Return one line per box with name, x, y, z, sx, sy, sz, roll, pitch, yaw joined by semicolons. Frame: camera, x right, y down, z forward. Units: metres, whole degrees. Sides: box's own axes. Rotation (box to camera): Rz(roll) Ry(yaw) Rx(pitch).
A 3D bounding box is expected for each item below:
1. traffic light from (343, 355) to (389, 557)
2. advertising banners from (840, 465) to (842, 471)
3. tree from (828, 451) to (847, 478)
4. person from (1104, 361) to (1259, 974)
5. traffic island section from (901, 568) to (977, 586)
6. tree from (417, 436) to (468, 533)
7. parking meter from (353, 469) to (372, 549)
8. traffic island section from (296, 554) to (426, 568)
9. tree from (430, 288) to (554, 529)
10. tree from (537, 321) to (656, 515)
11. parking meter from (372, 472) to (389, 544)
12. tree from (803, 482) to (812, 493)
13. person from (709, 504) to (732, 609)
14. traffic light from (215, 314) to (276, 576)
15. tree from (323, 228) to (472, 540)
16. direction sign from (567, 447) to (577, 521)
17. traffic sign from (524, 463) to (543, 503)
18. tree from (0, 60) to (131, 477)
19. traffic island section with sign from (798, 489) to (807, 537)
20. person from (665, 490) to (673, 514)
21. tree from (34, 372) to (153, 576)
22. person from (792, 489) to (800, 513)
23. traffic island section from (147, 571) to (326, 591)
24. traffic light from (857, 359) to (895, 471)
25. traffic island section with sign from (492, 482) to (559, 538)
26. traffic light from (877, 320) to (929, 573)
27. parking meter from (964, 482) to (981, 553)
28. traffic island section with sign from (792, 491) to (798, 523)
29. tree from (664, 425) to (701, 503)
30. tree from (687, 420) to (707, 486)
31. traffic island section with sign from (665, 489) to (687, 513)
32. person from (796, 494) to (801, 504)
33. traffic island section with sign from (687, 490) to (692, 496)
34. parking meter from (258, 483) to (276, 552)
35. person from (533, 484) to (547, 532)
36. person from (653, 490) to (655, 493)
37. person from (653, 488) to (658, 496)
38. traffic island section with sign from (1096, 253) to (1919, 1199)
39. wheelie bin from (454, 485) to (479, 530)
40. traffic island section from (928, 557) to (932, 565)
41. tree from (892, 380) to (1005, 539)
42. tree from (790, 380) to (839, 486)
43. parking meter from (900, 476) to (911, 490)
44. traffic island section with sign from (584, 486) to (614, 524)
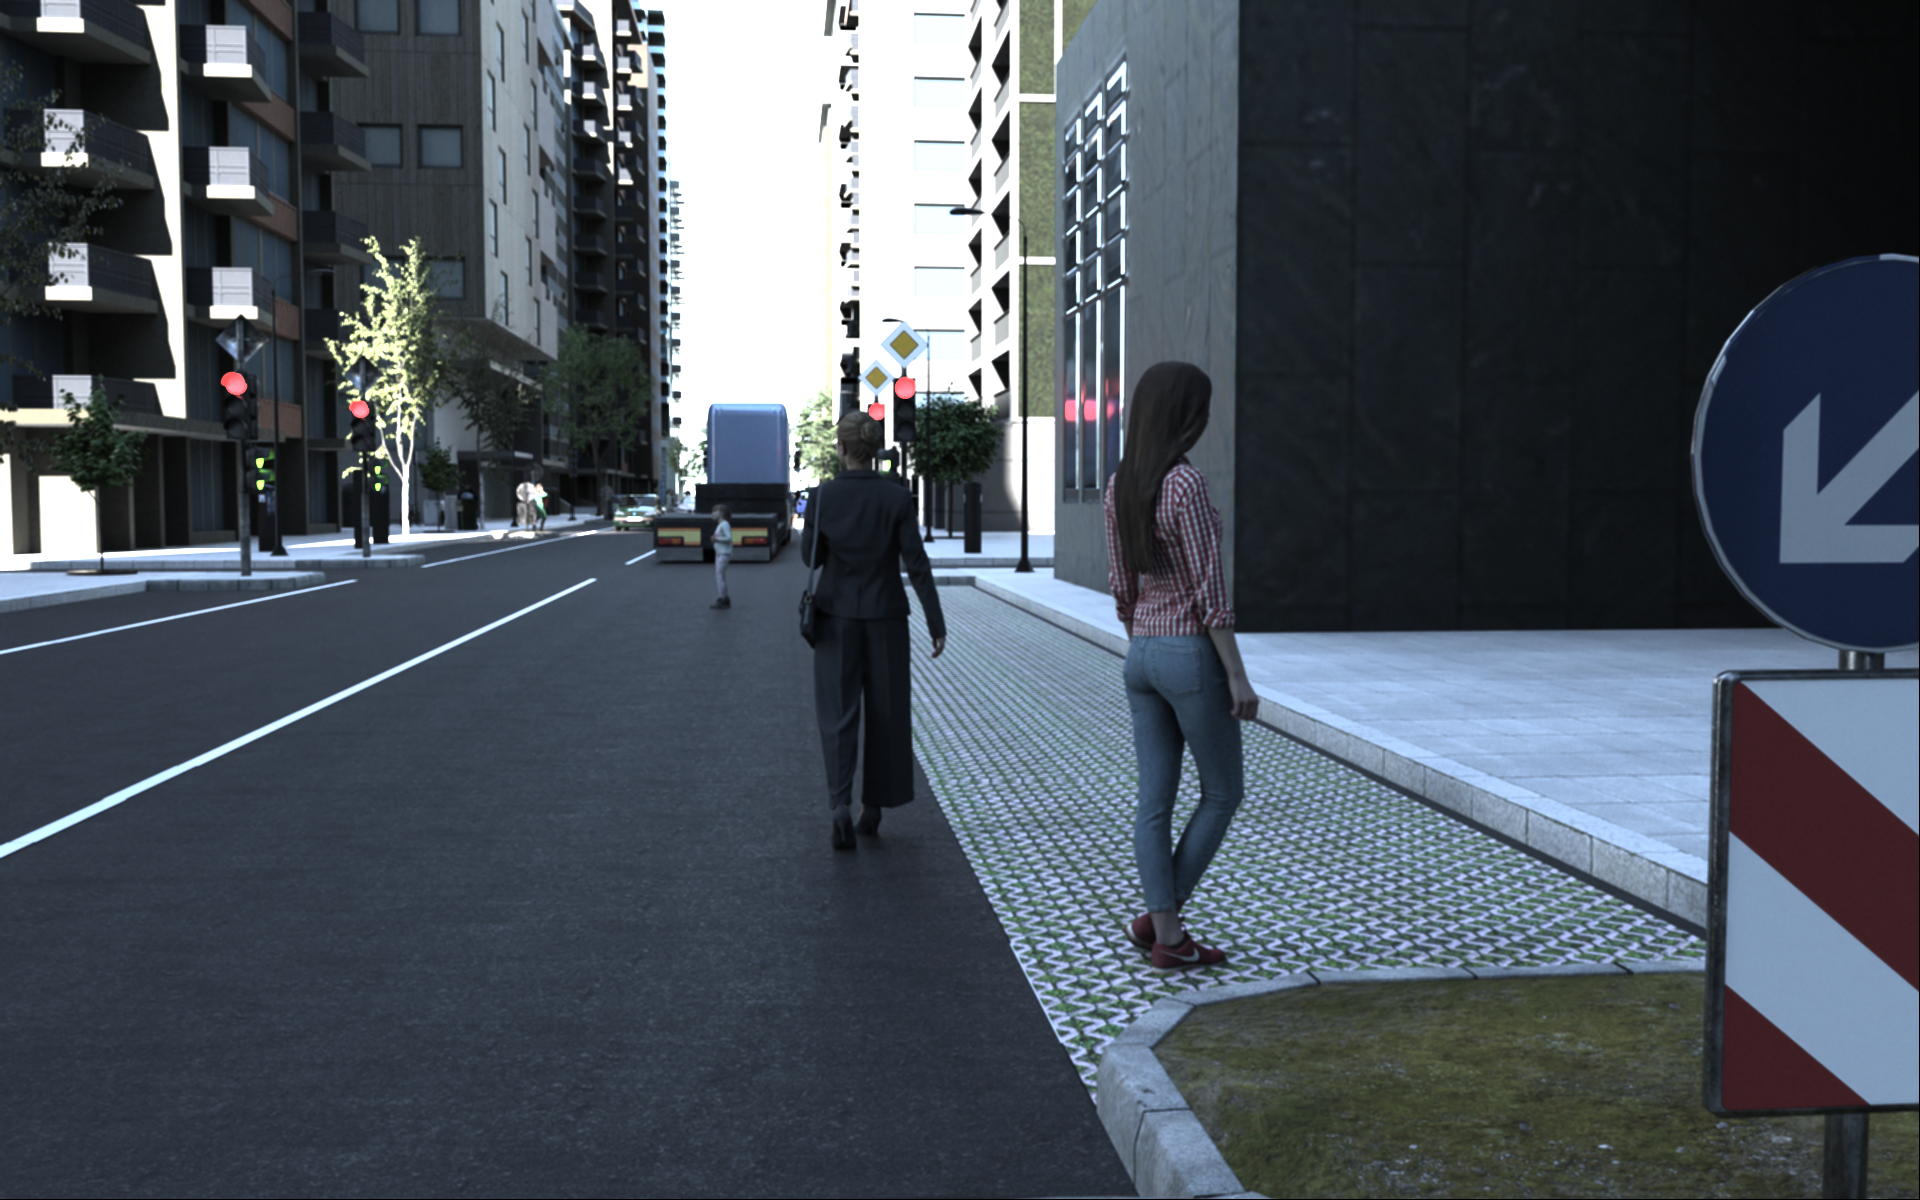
traffic light;-12.010;-2.818;34.990;0.839;4.253;0.868;0;4;-6
advertising banners;-6.949;-6.551;103.302;0.090;3.025;2.074;1;4;9
tree;-7.056;-7.987;114.298;4.285;4.588;4.351;0;3;0
person;0.669;0.204;5.168;0.388;1.821;0.555;-3;5;-41
traffic island section;-0.884;-0.365;28.251;2.009;0.180;2.903;0;4;-6
tree;-17.291;-3.866;57.817;1.663;3.219;1.824;0;3;0
parking meter;-14.092;-2.142;40.735;0.255;1.863;0.399;0;4;-6
traffic island section;-12.051;-0.785;35.121;2.009;0.180;2.903;0;4;-6
tree;-17.096;-6.865;62.603;4.360;8.622;3.978;0;3;0
tree;-22.121;-10.983;105.331;9.928;11.665;9.643;0;3;0
parking meter;-14.898;-2.374;44.524;0.255;1.863;0.399;2;4;27
tree;-20.451;-14.618;233.606;1.663;3.219;1.824;0;3;0
person;-3.008;-0.549;21.761;0.394;1.301;0.425;-3;5;-41
traffic light;-11.179;-2.332;27.048;0.839;4.253;0.868;0;4;-6
tree;-15.557;-5.988;48.265;4.737;8.622;4.395;0;3;0
direction sign;-19.245;-5.758;86.141;0.379;3.537;0.876;1;4;13
traffic sign;-17.511;-4.343;71.106;0.768;2.556;0.104;0;4;-5
tree;-13.187;-4.380;21.978;4.360;8.622;3.978;0;3;0
traffic island section with sign;-4.370;-3.041;58.349;1.989;1.847;2.006;0;4;-6
person;-17.868;-5.935;106.548;0.522;1.701;0.512;0;4;7
tree;-13.644;-2.017;27.580;1.663;3.219;1.824;0;3;0
person;-12.369;-7.558;132.030;1.348;1.831;0.705;1;4;14
traffic island section;-11.220;-0.300;27.179;2.009;0.180;2.903;0;4;-6
traffic light;-1.756;-2.884;36.075;0.839;4.253;0.868;0;4;-6
traffic island section with sign;-14.410;-2.995;57.591;1.989;1.847;2.006;0;4;-6
traffic light;-0.925;-2.398;28.133;0.839;4.253;0.868;0;4;-6
parking meter;0.279;-1.790;37.684;0.372;1.533;0.369;0;3;0
traffic island section with sign;-7.205;-4.701;85.484;1.989;1.847;2.006;0;4;-6
tree;-29.912;-14.371;185.333;4.737;8.622;4.395;0;3;0
tree;-37.639;-21.046;262.229;7.486;12.596;7.792;0;3;0
traffic island section with sign;-22.465;-7.707;134.640;1.989;1.847;2.006;0;4;-6
person;-11.349;-6.814;123.162;0.557;1.426;1.065;1;4;18
traffic island section with sign;-25.279;-9.347;161.449;1.989;1.847;2.006;0;4;-6
parking meter;-15.452;-1.848;38.620;0.372;1.533;0.369;0;3;0
person;-15.049;-3.251;61.900;0.529;1.795;0.600;-1;4;-21
person;-22.060;-7.130;125.795;0.721;1.735;1.217;0;4;3
person;-18.419;-5.764;102.960;1.509;1.804;0.699;-3;5;-40
traffic island section with sign;1.349;0.305;3.645;1.989;1.847;2.006;0;4;-6
wheelie bin;-17.487;-3.271;61.396;0.693;1.594;0.980;-3;5;-44
traffic island section;-1.715;-0.851;36.193;2.009;0.180;2.903;0;4;-6
tree;-0.348;-4.059;50.078;4.285;4.588;4.351;0;3;0
tree;-15.093;-17.645;195.150;9.857;13.997;8.962;0;3;0
parking meter;-1.844;-3.170;57.546;0.255;1.863;0.399;3;4;39
traffic island section with sign;-17.212;-4.634;84.400;1.989;1.847;2.006;0;4;-6
